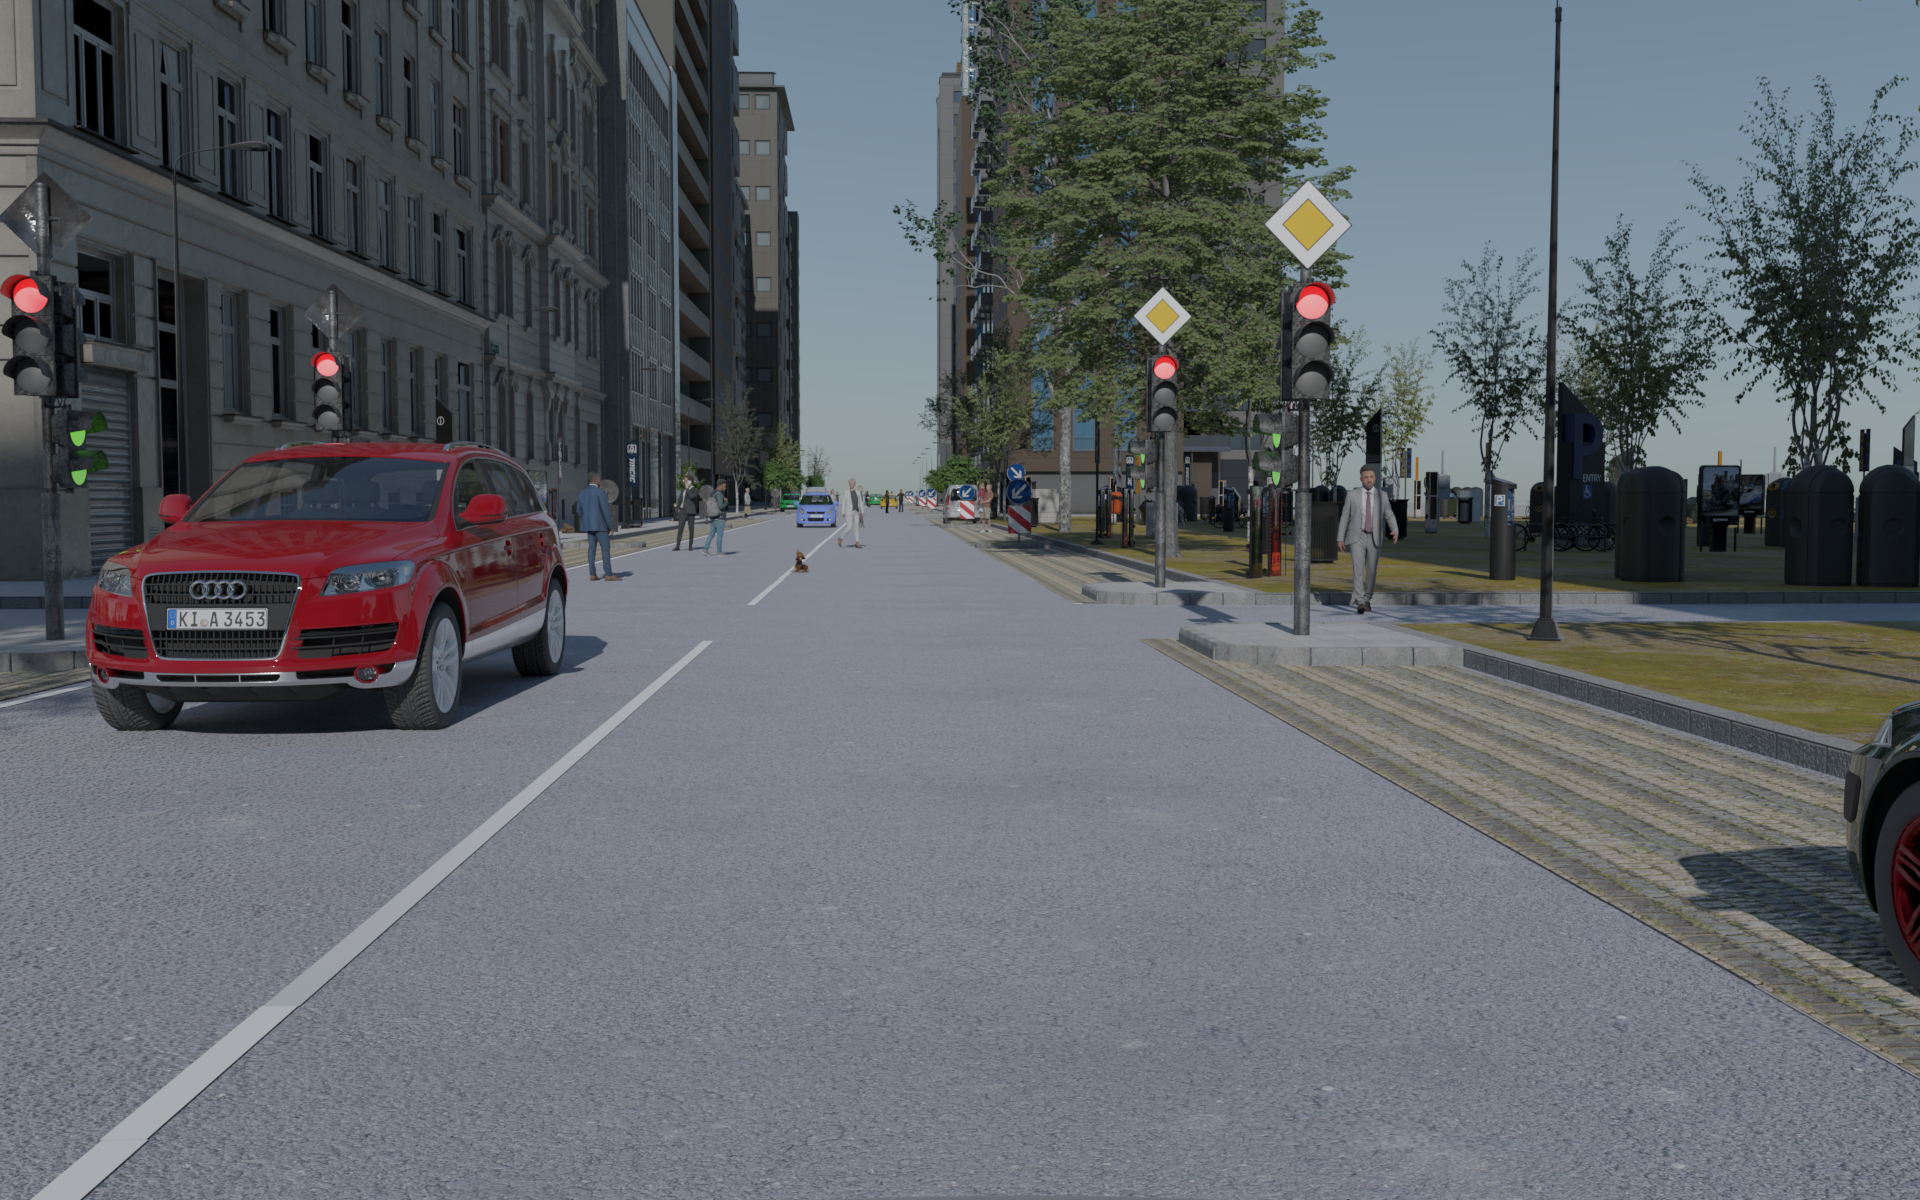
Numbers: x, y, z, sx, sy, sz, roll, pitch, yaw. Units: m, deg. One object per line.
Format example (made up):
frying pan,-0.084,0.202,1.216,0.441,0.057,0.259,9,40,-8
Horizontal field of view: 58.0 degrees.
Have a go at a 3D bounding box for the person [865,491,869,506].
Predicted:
person,-10.755,-11.837,202.172,0.705,1.807,1.348,-2,4,-30

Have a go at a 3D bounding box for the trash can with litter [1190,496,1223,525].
trash can with litter,10.697,-3.797,73.139,1.678,1.210,2.233,-1,4,-14

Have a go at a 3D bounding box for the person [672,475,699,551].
person,-6.906,-2.191,43.691,0.648,1.900,0.474,1,4,16

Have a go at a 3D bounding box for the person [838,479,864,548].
person,-2.888,-2.289,45.803,0.818,1.842,0.514,3,5,41

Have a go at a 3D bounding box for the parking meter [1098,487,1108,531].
parking meter,4.915,-3.135,59.663,0.372,1.533,0.369,0,3,0

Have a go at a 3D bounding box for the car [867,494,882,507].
car,-9.249,-11.121,190.625,1.959,1.807,4.718,0,4,-4

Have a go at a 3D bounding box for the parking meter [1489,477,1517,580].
parking meter,8.106,-1.066,25.843,0.372,1.533,0.369,0,3,0

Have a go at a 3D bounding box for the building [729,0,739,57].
building,-32.902,-34.079,146.430,28.713,52.752,27.495,0,4,-3

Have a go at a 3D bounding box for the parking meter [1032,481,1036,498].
parking meter,3.205,-4.394,77.556,0.399,1.863,0.255,0,4,-2

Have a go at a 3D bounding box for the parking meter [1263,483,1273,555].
parking meter,6.596,-1.739,36.848,0.372,1.533,0.369,0,3,0

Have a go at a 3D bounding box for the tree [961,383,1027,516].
tree,2.056,-9.325,102.829,4.360,8.622,3.978,0,3,0

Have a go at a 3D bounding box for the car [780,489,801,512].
car,-13.371,-7.876,137.569,1.959,1.807,4.718,0,4,-2

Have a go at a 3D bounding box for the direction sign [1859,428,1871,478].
direction sign,31.442,-4.174,60.246,0.379,3.537,0.876,0,4,7

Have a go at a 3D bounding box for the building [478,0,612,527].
building,-21.700,-17.025,65.752,14.401,28.519,23.554,0,4,-3

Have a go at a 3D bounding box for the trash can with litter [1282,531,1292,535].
trash can with litter,9.809,-2.633,54.107,1.678,1.210,2.233,1,4,14

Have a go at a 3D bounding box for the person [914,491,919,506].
person,-5.098,-11.896,202.863,0.599,1.838,0.709,3,5,39

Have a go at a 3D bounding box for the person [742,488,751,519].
person,-11.966,-5.387,97.070,0.515,1.767,0.782,0,4,-3

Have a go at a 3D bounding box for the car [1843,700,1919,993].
car,3.602,0.377,3.618,2.009,1.686,4.222,0,4,-2

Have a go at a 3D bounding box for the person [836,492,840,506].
person,-14.886,-12.397,211.993,0.742,1.727,0.445,1,4,23

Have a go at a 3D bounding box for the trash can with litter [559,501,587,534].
trash can with litter,-12.527,-2.764,56.575,0.624,1.170,1.055,3,4,38

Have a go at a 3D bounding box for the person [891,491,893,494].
person,-9.463,-14.255,241.576,0.705,1.824,1.348,-1,4,-20

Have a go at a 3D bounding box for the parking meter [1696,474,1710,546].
parking meter,18.293,-2.249,42.475,0.399,1.863,0.255,0,4,0

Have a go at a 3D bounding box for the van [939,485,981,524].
van,0.084,-4.402,78.988,2.013,2.044,4.112,0,4,-2

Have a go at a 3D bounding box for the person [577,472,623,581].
person,-5.987,-1.218,28.595,0.721,1.800,0.419,1,4,20

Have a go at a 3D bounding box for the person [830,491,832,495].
person,-14.470,-11.358,194.290,0.705,1.812,1.348,1,4,14

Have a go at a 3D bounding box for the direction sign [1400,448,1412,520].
direction sign,21.774,-5.667,84.658,0.876,3.537,0.379,-3,4,-38

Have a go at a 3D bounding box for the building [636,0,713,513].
building,-27.262,-29.598,107.631,21.300,48.544,21.600,0,4,-3

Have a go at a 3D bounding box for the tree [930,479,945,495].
tree,-2.092,-11.681,185.585,1.663,3.219,1.824,0,3,0

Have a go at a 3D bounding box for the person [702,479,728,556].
person,-5.569,-1.893,39.803,0.623,1.781,0.721,3,5,44

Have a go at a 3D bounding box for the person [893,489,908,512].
person,-4.715,-7.919,138.003,1.348,1.821,0.705,2,4,26

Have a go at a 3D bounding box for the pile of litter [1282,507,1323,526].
pile of litter,13.901,-3.441,70.223,1.176,0.858,1.719,-2,4,-31

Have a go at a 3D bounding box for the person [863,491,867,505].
person,-12.096,-13.115,222.915,1.348,1.826,0.705,-2,4,-34

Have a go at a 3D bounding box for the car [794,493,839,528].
car,-6.196,-3.990,74.833,1.945,1.707,3.694,0,4,-4

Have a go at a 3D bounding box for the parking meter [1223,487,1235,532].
parking meter,9.128,-3.083,58.811,0.372,1.533,0.369,0,3,0

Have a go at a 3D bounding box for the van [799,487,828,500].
van,-8.598,-5.913,103.693,2.013,2.044,4.112,0,4,-4

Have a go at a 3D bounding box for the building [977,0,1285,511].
building,12.030,-42.346,130.609,20.563,71.187,20.611,0,4,-3

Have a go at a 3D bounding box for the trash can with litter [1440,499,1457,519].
trash can with litter,25.458,-4.821,89.887,2.233,1.210,1.678,2,4,30

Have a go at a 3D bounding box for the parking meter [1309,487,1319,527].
parking meter,13.602,-3.558,66.580,0.372,1.533,0.369,0,3,0

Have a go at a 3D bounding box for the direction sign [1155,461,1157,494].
direction sign,10.442,-6.115,91.980,0.379,3.537,0.876,0,4,-2

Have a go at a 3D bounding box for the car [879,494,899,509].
car,-6.901,-9.676,168.418,2.015,1.641,3.980,0,4,-3

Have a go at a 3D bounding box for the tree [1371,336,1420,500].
tree,16.195,-7.546,73.736,4.737,8.622,4.395,0,3,0

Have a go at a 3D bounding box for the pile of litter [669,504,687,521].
pile of litter,-13.177,-4.158,81.954,1.176,0.858,1.719,-1,4,-12

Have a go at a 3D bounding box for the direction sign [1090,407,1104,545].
direction sign,3.485,-3.178,43.955,0.379,3.537,0.876,1,4,11

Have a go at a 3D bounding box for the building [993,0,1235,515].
building,9.527,-28.366,113.893,14.600,45.320,14.200,0,4,-3

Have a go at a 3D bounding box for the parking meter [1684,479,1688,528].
parking meter,27.603,-3.706,66.297,0.255,1.863,0.399,-3,5,-43

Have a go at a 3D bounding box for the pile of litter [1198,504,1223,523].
pile of litter,11.390,-3.855,76.997,1.719,0.858,1.176,0,4,-4

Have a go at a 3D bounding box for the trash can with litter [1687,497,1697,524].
trash can with litter,31.205,-3.822,73.871,0.624,1.170,1.055,3,5,39

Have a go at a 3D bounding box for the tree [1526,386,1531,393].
tree,25.922,-7.443,72.062,4.737,8.622,4.395,0,3,0

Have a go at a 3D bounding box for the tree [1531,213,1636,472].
tree,18.086,-5.858,46.137,4.737,8.622,4.395,0,3,0

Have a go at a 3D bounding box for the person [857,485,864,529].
person,-4.248,-3.882,72.148,0.526,1.800,0.537,1,4,21

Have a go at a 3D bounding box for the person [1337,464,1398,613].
person,4.904,-0.740,20.878,0.678,1.792,0.850,0,4,5

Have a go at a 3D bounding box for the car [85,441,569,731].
car,-4.169,-0.215,12.194,2.281,1.827,5.304,0,4,-1

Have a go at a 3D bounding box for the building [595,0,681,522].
building,-21.444,-16.499,87.774,12.078,24.808,19.932,0,4,-3

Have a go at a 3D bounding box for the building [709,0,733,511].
building,-24.236,-29.120,126.224,14.600,45.320,14.200,0,4,-3

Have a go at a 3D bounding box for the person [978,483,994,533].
person,0.922,-3.391,63.911,0.580,1.828,0.573,-1,4,-15

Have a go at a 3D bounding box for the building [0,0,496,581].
building,-21.287,-12.562,38.670,16.112,22.955,30.059,0,4,-3

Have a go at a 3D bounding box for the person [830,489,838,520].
person,-6.952,-5.210,94.693,0.512,1.701,0.522,-1,4,-22

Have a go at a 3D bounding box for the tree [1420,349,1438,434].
tree,20.561,-8.022,81.519,4.737,8.622,4.395,0,3,0

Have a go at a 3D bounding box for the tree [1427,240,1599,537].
tree,15.891,-6.166,51.170,4.360,8.622,3.978,0,3,0

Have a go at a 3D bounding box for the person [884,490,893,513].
person,-5.341,-7.309,128.721,0.721,1.735,1.217,-2,4,-30
